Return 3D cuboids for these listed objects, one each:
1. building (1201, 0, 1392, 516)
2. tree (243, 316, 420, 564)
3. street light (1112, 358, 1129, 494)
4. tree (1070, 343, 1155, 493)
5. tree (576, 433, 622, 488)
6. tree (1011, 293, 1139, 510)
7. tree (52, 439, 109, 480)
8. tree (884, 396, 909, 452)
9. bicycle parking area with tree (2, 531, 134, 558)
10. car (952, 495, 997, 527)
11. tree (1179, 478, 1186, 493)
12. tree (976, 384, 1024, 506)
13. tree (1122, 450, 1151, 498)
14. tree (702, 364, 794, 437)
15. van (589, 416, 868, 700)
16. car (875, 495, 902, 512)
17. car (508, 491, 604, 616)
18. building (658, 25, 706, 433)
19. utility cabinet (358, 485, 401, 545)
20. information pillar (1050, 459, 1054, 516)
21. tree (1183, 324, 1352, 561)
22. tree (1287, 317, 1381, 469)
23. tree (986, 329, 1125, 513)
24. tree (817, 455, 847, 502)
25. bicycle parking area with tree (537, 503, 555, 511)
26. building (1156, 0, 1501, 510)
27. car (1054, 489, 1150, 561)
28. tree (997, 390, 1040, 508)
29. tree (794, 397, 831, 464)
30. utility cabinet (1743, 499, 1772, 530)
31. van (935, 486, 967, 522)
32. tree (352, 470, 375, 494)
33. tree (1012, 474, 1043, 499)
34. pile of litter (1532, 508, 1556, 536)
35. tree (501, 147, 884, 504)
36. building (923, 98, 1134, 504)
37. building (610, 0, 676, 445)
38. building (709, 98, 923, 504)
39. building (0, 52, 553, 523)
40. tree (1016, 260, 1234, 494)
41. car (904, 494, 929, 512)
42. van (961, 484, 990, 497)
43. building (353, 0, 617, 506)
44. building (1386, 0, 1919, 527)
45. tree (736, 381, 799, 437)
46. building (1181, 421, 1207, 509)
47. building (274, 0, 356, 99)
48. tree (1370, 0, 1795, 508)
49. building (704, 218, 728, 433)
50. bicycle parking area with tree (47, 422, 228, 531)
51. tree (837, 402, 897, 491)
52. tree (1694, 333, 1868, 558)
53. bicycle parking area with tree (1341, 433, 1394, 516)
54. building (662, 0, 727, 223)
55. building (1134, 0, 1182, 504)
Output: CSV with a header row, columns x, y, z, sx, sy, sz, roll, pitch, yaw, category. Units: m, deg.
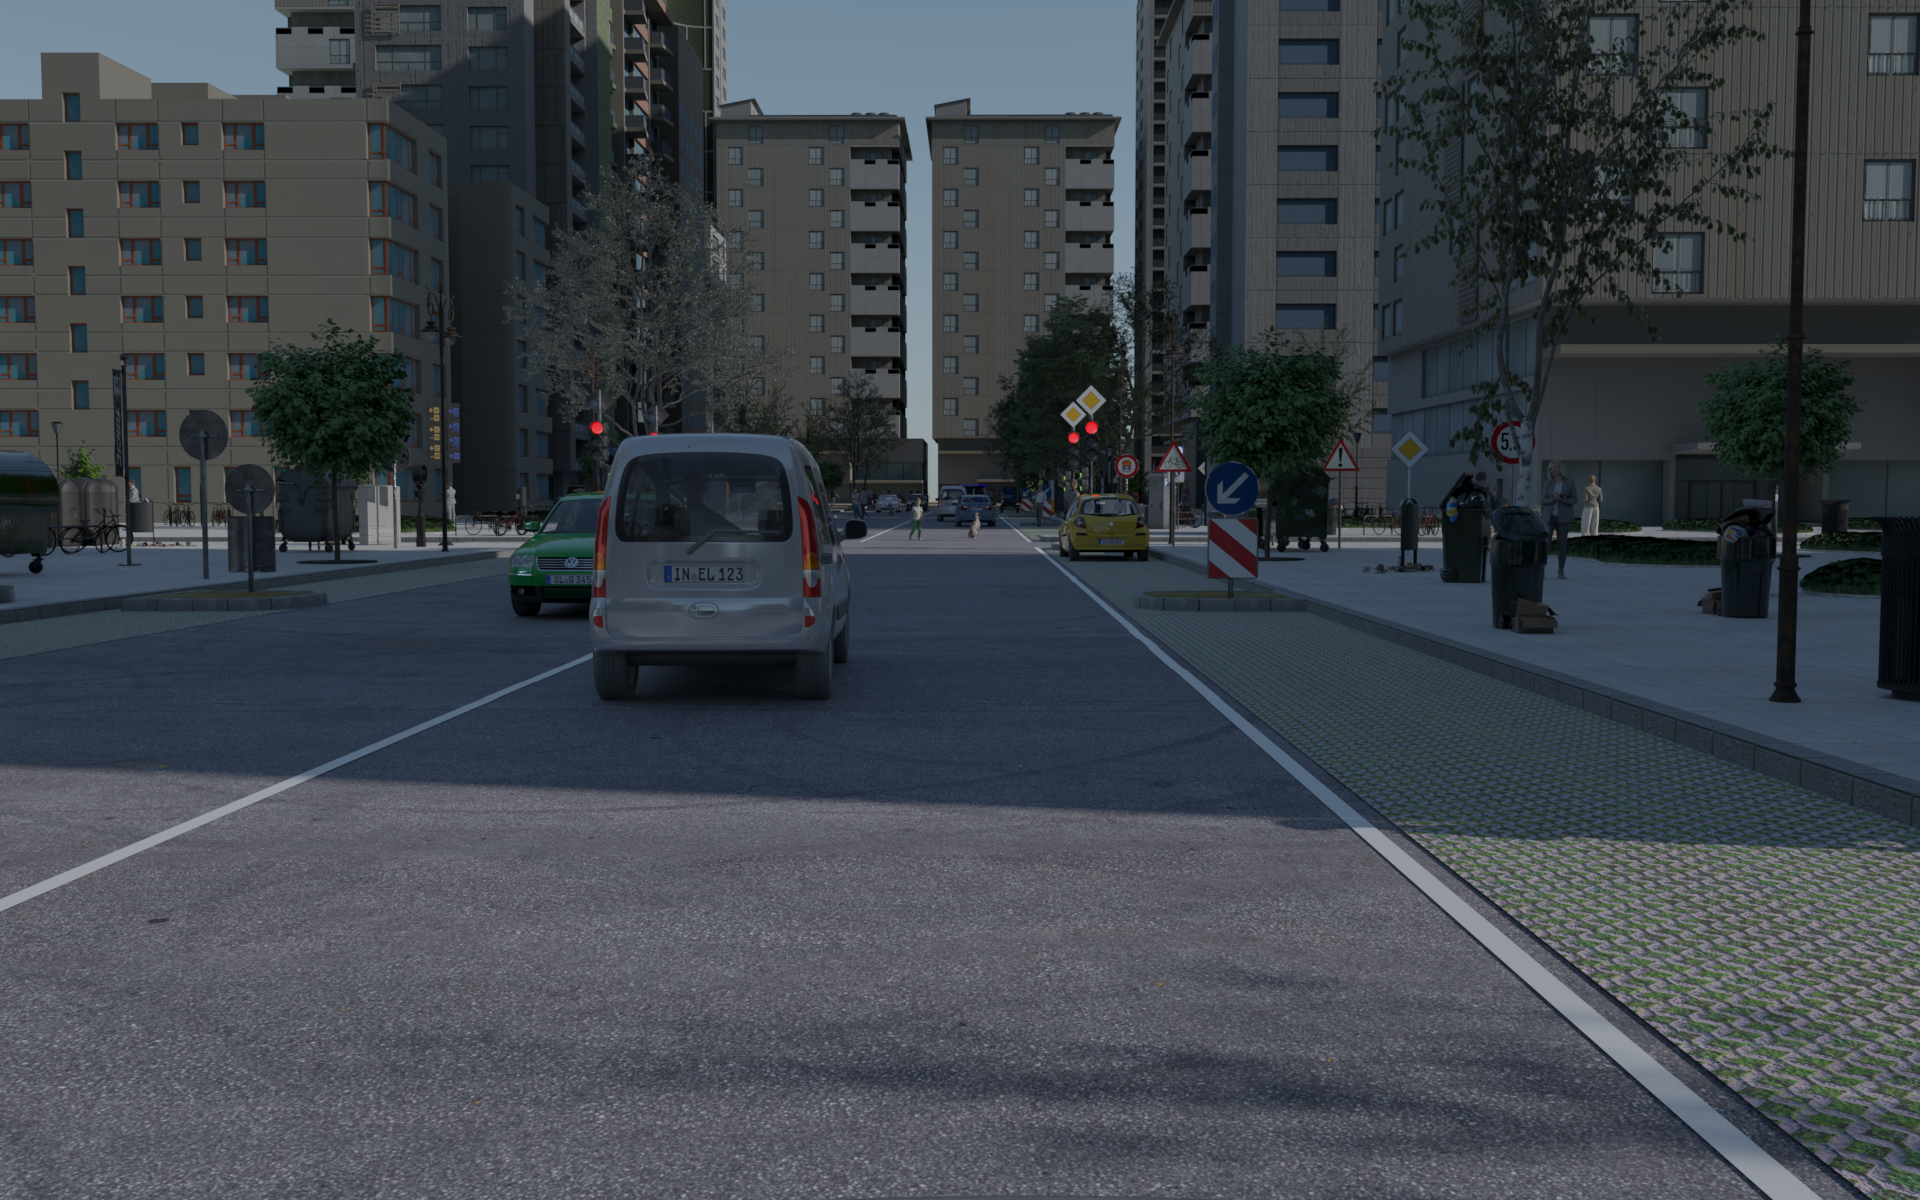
x,y,z,sx,sy,sz,roll,pitch,yaw,category
27.027,-34.902,112.647,21.231,58.520,28.212,0,4,0,building
-11.621,-2.972,32.299,4.285,4.588,4.351,0,3,0,tree
5.471,-5.280,59.123,0.468,5.910,1.993,0,4,0,street light
6.984,-8.092,82.668,4.737,8.622,4.395,0,3,0,tree
-18.643,-6.614,91.846,4.285,4.588,4.351,0,3,0,tree
6.666,-11.023,98.353,7.486,12.596,7.792,0,3,0,tree
-30.904,-4.068,61.118,1.663,3.219,1.824,0,3,0,tree
-10.198,-15.751,167.894,12.009,13.543,11.850,0,3,0,tree
-22.599,-2.958,35.371,8.231,4.147,9.016,2,4,28,bicycle parking area with tree
0.667,-3.994,77.300,2.014,1.417,4.499,0,4,-1,car
14.729,-7.557,118.152,1.663,3.219,1.824,0,3,0,tree
6.887,-17.222,191.945,12.009,13.543,11.850,0,3,0,tree
7.709,-4.969,75.848,1.663,3.219,1.824,0,3,0,tree
-11.520,-8.639,91.607,4.737,8.622,4.395,0,3,0,tree
-1.742,-0.393,13.445,2.013,2.044,4.112,0,4,-1,van
-5.611,-7.578,136.264,2.083,1.381,4.827,0,4,0,car
-4.335,-0.791,21.728,1.959,1.807,4.718,0,4,1,car
-32.165,-31.425,163.908,14.600,45.320,14.200,0,4,0,building
-14.681,-2.151,43.848,0.318,1.500,1.173,1,4,23,utility cabinet
5.502,-6.840,103.191,0.183,3.616,0.504,-1,4,-17,information pillar
5.923,-3.050,33.586,4.285,4.588,4.351,0,3,0,tree
15.345,-7.500,72.981,4.737,8.622,4.395,0,3,0,tree
6.483,-12.321,118.459,9.611,12.733,9.660,0,3,0,tree
-11.280,-9.992,147.090,4.285,4.588,4.351,0,3,0,tree
-20.199,-6.976,101.067,9.016,4.147,8.231,2,4,25,bicycle parking area with tree
35.447,-35.817,174.849,28.713,52.752,27.495,0,4,0,building
3.129,-1.710,38.176,2.015,1.641,3.980,0,4,-1,car
7.025,-14.348,160.344,9.928,11.665,9.643,0,3,0,tree
-11.526,-11.092,131.722,4.737,8.622,4.395,0,3,0,tree
10.095,-0.659,21.934,0.306,1.237,1.020,2,4,28,utility cabinet
-0.323,-5.139,91.029,2.013,2.044,4.112,0,4,2,van
-22.423,-4.198,63.233,1.663,3.219,1.824,0,3,0,tree
6.658,-11.295,168.392,4.285,4.588,4.351,0,3,0,tree
17.847,-2.390,53.035,1.176,0.858,1.719,3,5,43,pile of litter
-11.293,-9.291,62.283,12.009,13.543,11.850,0,3,0,tree
9.402,-39.741,238.997,27.495,52.752,28.713,0,4,0,building
-35.715,-29.812,142.058,22.147,44.769,28.867,0,4,0,building
-18.555,-39.754,239.209,27.495,52.752,28.713,0,4,0,building
-38.705,-15.014,90.525,27.650,21.520,28.899,0,4,0,building
6.487,-8.293,70.001,8.767,10.594,7.601,-1,4,-9,tree
-3.562,-8.107,142.341,2.009,1.686,4.222,0,4,0,car
0.853,-6.485,110.420,2.240,2.365,5.245,0,4,-1,van
-32.219,-26.649,119.310,14.154,41.232,14.086,0,4,0,building
35.060,-29.872,77.651,27.495,52.752,28.713,0,4,0,building
-12.255,-9.826,111.023,4.360,8.622,3.978,0,3,0,tree
31.833,-50.876,144.497,22.319,86.520,31.000,0,4,0,building
-52.854,-35.852,175.414,27.495,52.752,28.713,0,4,0,building
6.017,-4.123,17.773,4.360,8.622,3.978,0,3,0,tree
-32.001,-25.124,182.484,14.107,30.474,14.160,0,4,0,building
-33.372,-5.050,69.572,8.231,4.147,9.016,-1,4,-9,bicycle parking area with tree
-10.407,-16.271,191.789,9.928,11.665,9.643,0,3,0,tree
16.784,-3.166,35.477,4.285,4.588,4.351,0,3,0,tree
15.914,-5.731,80.702,8.231,4.147,9.016,1,4,11,bicycle parking area with tree
-42.917,-48.654,233.752,20.611,71.187,20.563,0,4,0,building
34.790,-48.706,234.597,20.611,71.187,20.563,0,4,0,building
